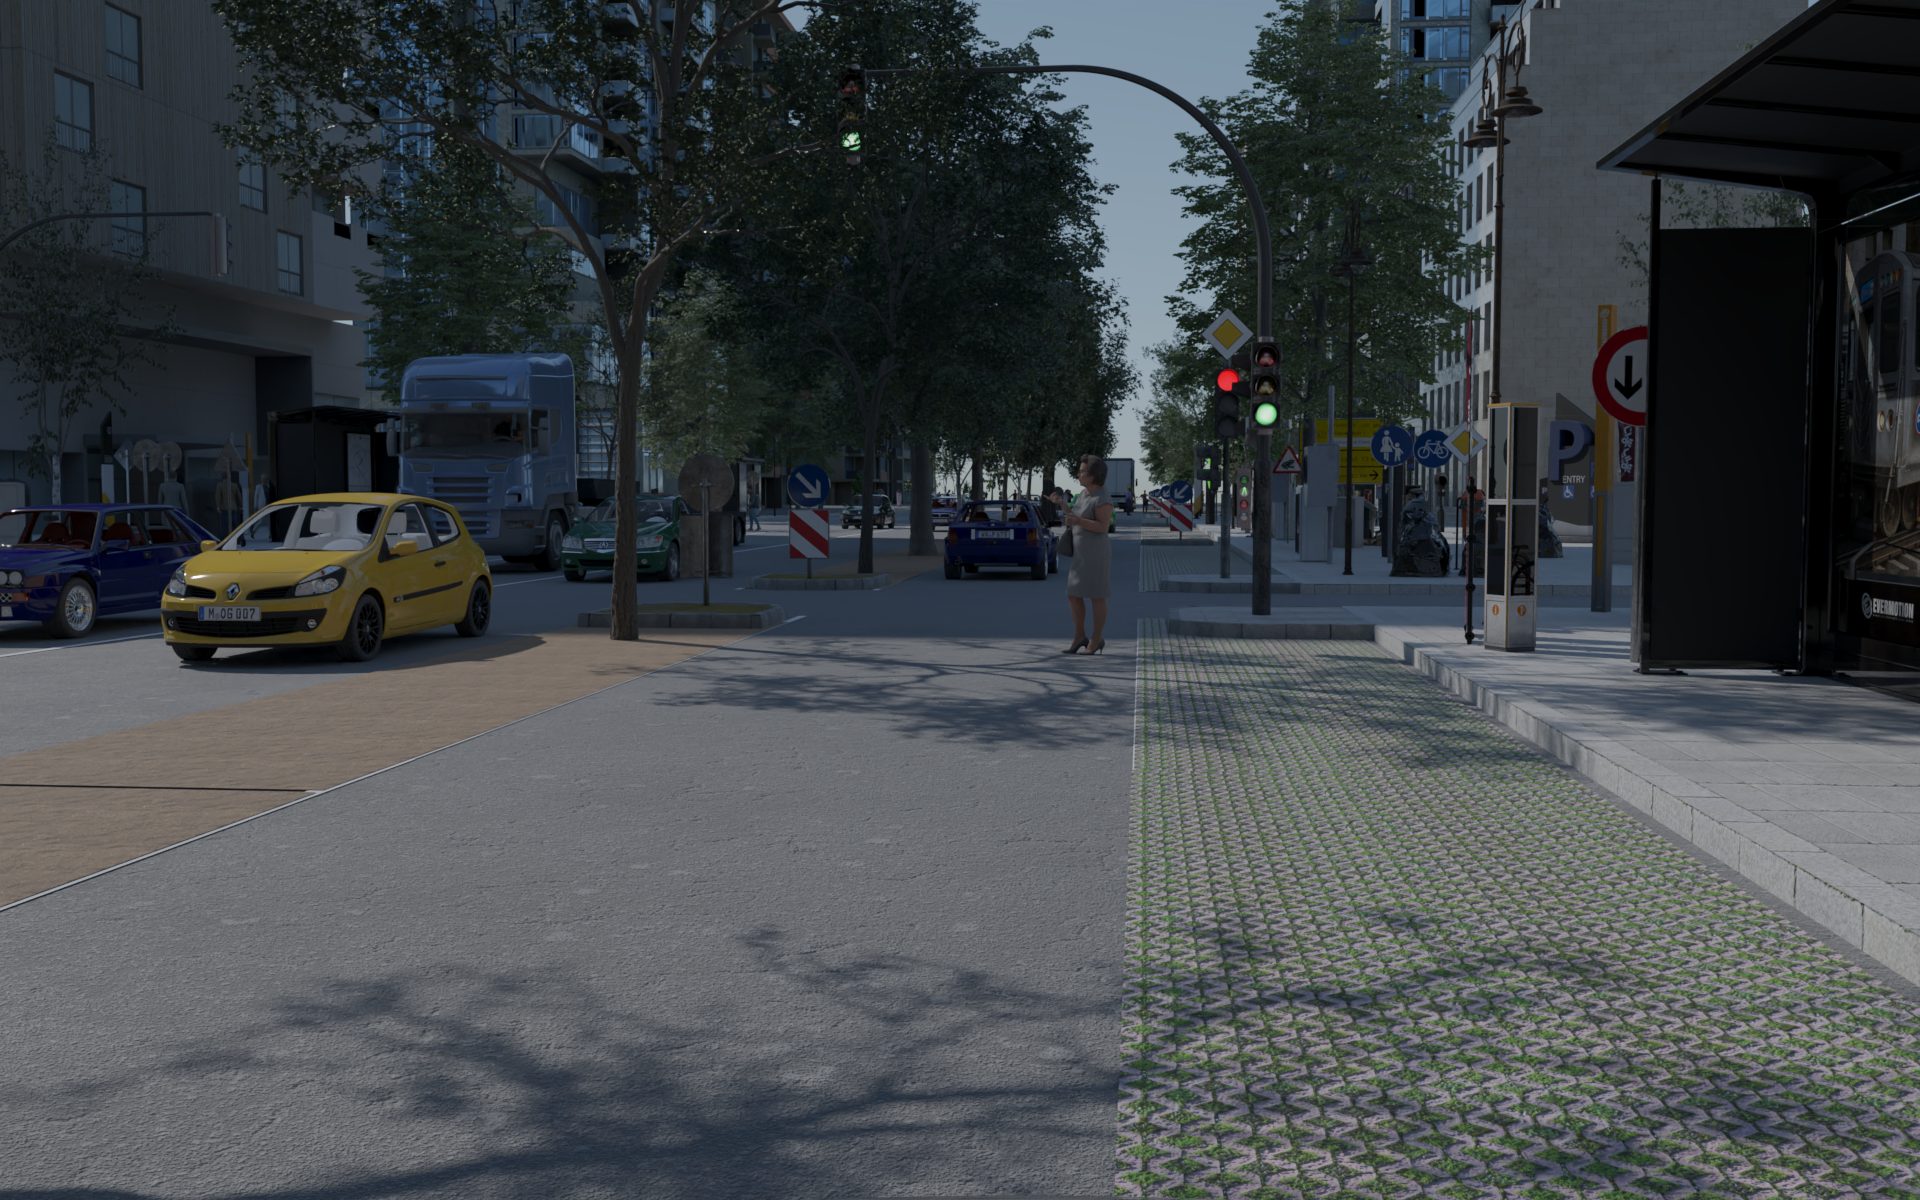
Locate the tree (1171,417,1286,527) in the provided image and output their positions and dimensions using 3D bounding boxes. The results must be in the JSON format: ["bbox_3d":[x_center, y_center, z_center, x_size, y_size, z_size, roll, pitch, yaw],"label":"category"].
[{"bbox_3d":[11.262,-5.100,67.097,4.285,4.588,4.351,0,3,0],"label":"tree"}]

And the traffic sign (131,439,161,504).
[{"bbox_3d":[-18.772,-2.436,39.941,0.768,2.556,0.104,1,4,12],"label":"traffic sign"}]

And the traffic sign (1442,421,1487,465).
[{"bbox_3d":[9.065,-1.917,31.075,0.795,2.593,0.064,1,4,11],"label":"traffic sign"}]

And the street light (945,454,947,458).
[{"bbox_3d":[-1.520,-13.143,187.669,0.468,5.910,1.993,0,4,6],"label":"street light"}]

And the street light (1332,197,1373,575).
[{"bbox_3d":[6.161,-3.336,27.327,0.468,5.910,1.993,0,4,6],"label":"street light"}]

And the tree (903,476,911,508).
[{"bbox_3d":[-4.728,-10.459,165.600,1.663,3.219,1.824,0,3,0],"label":"tree"}]

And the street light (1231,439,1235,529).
[{"bbox_3d":[10.045,-5.550,63.538,0.468,5.910,1.993,0,4,6],"label":"street light"}]

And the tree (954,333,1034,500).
[{"bbox_3d":[2.309,-7.099,68.893,4.737,8.622,4.395,0,3,0],"label":"tree"}]

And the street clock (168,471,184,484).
[{"bbox_3d":[-24.995,-3.100,55.255,0.471,2.002,0.358,2,4,32],"label":"street clock"}]

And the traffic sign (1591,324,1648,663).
[{"bbox_3d":[5.148,-0.796,13.117,0.768,2.556,0.104,0,4,8],"label":"traffic sign"}]

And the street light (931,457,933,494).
[{"bbox_3d":[-2.791,-12.416,175.787,0.468,5.910,1.993,0,4,6],"label":"street light"}]

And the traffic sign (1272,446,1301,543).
[{"bbox_3d":[8.518,-2.748,44.935,0.884,2.594,0.081,0,4,7],"label":"traffic sign"}]

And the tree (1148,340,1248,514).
[{"bbox_3d":[15.791,-11.413,112.351,9.928,11.665,9.643,0,3,0],"label":"tree"}]

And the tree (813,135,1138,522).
[{"bbox_3d":[0.546,-8.224,53.924,9.611,12.733,9.660,0,3,0],"label":"tree"}]

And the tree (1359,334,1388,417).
[{"bbox_3d":[17.325,-7.781,77.588,4.360,8.622,3.978,0,3,0],"label":"tree"}]

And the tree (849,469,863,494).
[{"bbox_3d":[-7.702,-8.401,131.950,1.663,3.219,1.824,0,3,0],"label":"tree"}]

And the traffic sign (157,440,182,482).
[{"bbox_3d":[-18.791,-2.504,41.041,0.768,2.556,0.104,1,4,10],"label":"traffic sign"}]

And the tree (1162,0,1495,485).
[{"bbox_3d":[8.400,-7.421,39.468,7.486,12.596,7.792,0,3,0],"label":"tree"}]

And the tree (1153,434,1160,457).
[{"bbox_3d":[18.797,-12.067,147.660,4.360,8.622,3.978,0,3,0],"label":"tree"}]

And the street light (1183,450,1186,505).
[{"bbox_3d":[18.267,-10.303,141.244,0.468,5.910,1.993,0,4,6],"label":"street light"}]

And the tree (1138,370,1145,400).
[{"bbox_3d":[4.264,-10.147,85.373,9.611,12.733,9.660,0,3,0],"label":"tree"}]

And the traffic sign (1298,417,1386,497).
[{"bbox_3d":[10.143,-3.195,46.111,2.265,3.308,0.079,1,4,10],"label":"traffic sign"}]

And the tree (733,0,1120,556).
[{"bbox_3d":[-0.866,-7.986,39.688,9.857,13.997,8.962,0,3,0],"label":"tree"}]

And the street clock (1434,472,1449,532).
[{"bbox_3d":[16.116,-3.270,58.033,0.471,2.002,0.358,-2,4,-32],"label":"street clock"}]

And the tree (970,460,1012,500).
[{"bbox_3d":[4.521,-19.489,244.396,9.928,11.665,9.643,0,3,0],"label":"tree"}]

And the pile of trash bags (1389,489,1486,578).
[{"bbox_3d":[8.075,-1.116,27.992,1.912,1.369,3.447,2,4,24],"label":"pile of trash bags"}]

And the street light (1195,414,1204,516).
[{"bbox_3d":[13.770,-7.721,99.033,0.468,5.910,1.993,0,4,6],"label":"street light"}]

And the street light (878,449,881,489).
[{"bbox_3d":[-6.491,-10.255,140.460,0.468,5.910,1.993,0,4,6],"label":"street light"}]

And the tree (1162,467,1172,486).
[{"bbox_3d":[24.029,-12.265,184.245,4.285,4.588,4.351,0,3,0],"label":"tree"}]

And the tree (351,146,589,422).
[{"bbox_3d":[-16.358,-8.496,57.041,7.486,12.596,7.792,0,3,0],"label":"tree"}]

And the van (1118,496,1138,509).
[{"bbox_3d":[15.728,-9.525,162.752,2.013,2.044,4.112,0,4,6],"label":"van"}]

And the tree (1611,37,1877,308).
[{"bbox_3d":[12.907,-4.727,27.651,4.360,8.622,3.978,0,3,0],"label":"tree"}]

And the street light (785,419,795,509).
[{"bbox_3d":[-10.278,-8.085,104.985,0.468,5.910,1.993,0,4,6],"label":"street light"}]

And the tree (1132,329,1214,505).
[{"bbox_3d":[25.842,-20.844,196.690,12.611,20.169,13.585,0,3,0],"label":"tree"}]

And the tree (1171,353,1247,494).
[{"bbox_3d":[13.491,-8.273,85.630,4.737,8.622,4.395,0,3,0],"label":"tree"}]

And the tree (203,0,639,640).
[{"bbox_3d":[-3.347,-4.858,16.303,8.767,10.594,7.601,0,4,6],"label":"tree"}]

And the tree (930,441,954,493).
[{"bbox_3d":[-0.725,-15.521,204.126,4.737,8.622,4.395,0,3,0],"label":"tree"}]

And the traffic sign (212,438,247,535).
[{"bbox_3d":[-17.007,-2.466,40.321,0.884,2.594,0.081,1,4,9],"label":"traffic sign"}]

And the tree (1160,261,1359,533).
[{"bbox_3d":[9.233,-6.305,53.451,4.360,8.622,3.978,0,3,0],"label":"tree"}]

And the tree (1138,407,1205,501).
[{"bbox_3d":[29.806,-20.647,244.236,9.857,13.997,8.962,0,3,0],"label":"tree"}]

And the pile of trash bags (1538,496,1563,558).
[{"bbox_3d":[11.983,-1.571,35.435,3.447,1.369,1.912,2,4,27],"label":"pile of trash bags"}]

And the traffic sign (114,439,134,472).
[{"bbox_3d":[-19.751,-2.532,41.124,0.795,2.593,0.064,1,4,16],"label":"traffic sign"}]

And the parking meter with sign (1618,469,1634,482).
[{"bbox_3d":[20.308,-3.434,52.401,0.543,3.016,1.738,-3,4,-36],"label":"parking meter with sign"}]

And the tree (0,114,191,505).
[{"bbox_3d":[-17.978,-5.155,34.649,4.360,8.622,3.978,0,3,0],"label":"tree"}]

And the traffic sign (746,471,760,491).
[{"bbox_3d":[-11.298,-5.767,94.390,0.768,2.556,0.104,0,4,6],"label":"traffic sign"}]

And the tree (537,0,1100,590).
[{"bbox_3d":[-1.756,-5.720,30.390,8.767,10.594,7.601,0,4,6],"label":"tree"}]

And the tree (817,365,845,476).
[{"bbox_3d":[-10.868,-11.864,112.107,7.486,12.596,7.792,0,3,0],"label":"tree"}]

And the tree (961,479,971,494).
[{"bbox_3d":[0.732,-13.807,220.351,1.663,3.219,1.824,0,3,0],"label":"tree"}]

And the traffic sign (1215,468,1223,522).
[{"bbox_3d":[11.966,-4.935,80.794,0.768,2.556,0.104,1,4,10],"label":"traffic sign"}]

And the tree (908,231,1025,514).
[{"bbox_3d":[-0.022,-5.760,46.996,4.360,8.622,3.978,0,3,0],"label":"tree"}]

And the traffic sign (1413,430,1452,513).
[{"bbox_3d":[9.358,-2.094,34.336,0.768,2.556,0.104,1,4,10],"label":"traffic sign"}]

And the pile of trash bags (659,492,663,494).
[{"bbox_3d":[-14.385,-4.553,84.189,1.912,1.369,3.447,-1,4,-19],"label":"pile of trash bags"}]

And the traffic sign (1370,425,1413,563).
[{"bbox_3d":[7.959,-1.951,32.005,0.768,2.556,0.104,0,4,8],"label":"traffic sign"}]

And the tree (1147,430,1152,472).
[{"bbox_3d":[27.014,-18.256,216.609,7.486,12.596,7.792,0,3,0],"label":"tree"}]

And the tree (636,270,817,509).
[{"bbox_3d":[-12.630,-10.316,86.796,7.486,12.596,7.792,0,3,0],"label":"tree"}]

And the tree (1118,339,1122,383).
[{"bbox_3d":[1.525,-7.691,62.624,8.767,10.594,7.601,0,4,6],"label":"tree"}]
